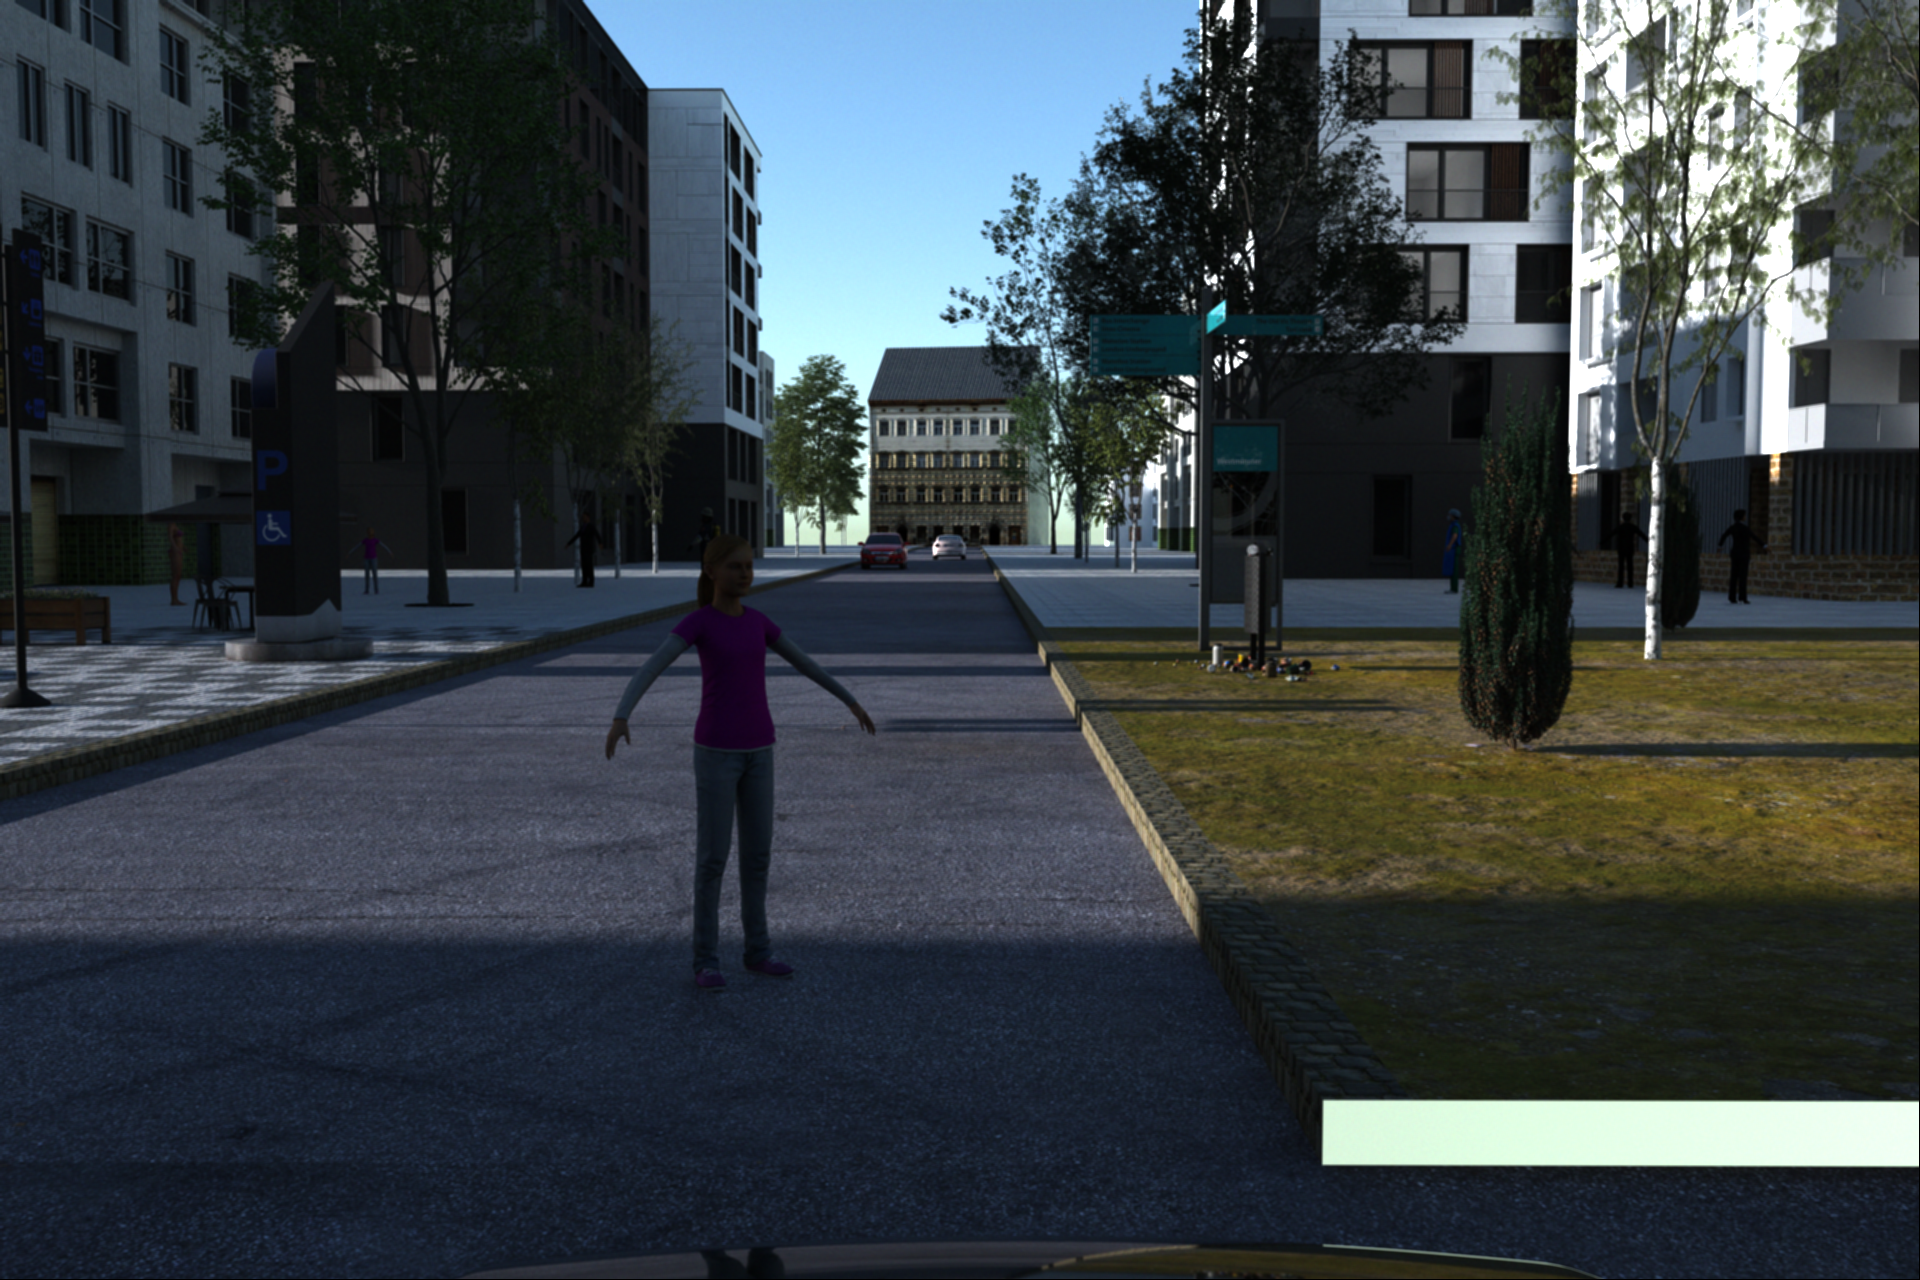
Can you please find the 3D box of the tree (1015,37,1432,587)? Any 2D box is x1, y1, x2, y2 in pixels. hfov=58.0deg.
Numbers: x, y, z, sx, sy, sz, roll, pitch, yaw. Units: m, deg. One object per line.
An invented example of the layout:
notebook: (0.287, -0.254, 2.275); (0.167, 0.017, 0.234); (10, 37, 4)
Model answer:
tree: (6.344, -8.059, 42.128); (12.009, 13.543, 11.850); (0, 3, 0)

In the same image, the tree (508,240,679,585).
tree: (-9.882, -5.726, 43.985); (4.360, 8.622, 3.978); (0, 3, 0)

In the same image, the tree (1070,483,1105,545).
tree: (14.364, -14.965, 195.043); (4.737, 8.622, 4.395); (0, 3, 0)

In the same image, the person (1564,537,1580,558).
person: (9.162, -1.311, 27.566); (1.348, 1.813, 0.705); (1, 4, 14)

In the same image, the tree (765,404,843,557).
tree: (-9.035, -9.018, 97.812); (4.737, 8.622, 4.395); (0, 3, 0)

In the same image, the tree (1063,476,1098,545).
tree: (14.062, -15.242, 199.571); (4.737, 8.622, 4.395); (0, 3, 0)

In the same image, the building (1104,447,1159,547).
building: (20.100, -14.261, 175.307); (9.099, 9.664, 28.070); (0, 4, 1)

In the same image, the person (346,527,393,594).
person: (-12.567, -1.690, 36.897); (0.991, 1.433, 0.599); (0, 4, -4)

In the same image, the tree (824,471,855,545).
tree: (-13.525, -14.951, 194.802); (4.737, 8.622, 4.395); (0, 3, 0)

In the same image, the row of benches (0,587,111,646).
row of benches: (-11.898, -0.287, 20.152); (4.104, 0.672, 1.422); (0, 4, 2)

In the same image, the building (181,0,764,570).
building: (-24.830, -14.304, 77.851); (27.936, 21.610, 32.646); (0, 4, 1)

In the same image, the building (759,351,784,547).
building: (-27.329, -18.424, 167.689); (16.747, 18.905, 31.486); (0, 4, 1)

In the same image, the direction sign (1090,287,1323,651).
direction sign: (2.685, -1.808, 18.328); (2.525, 3.948, 1.411); (0, 4, -1)

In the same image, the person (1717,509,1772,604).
person: (14.473, -1.547, 32.020); (0.721, 1.740, 1.216); (-1, 4, -22)

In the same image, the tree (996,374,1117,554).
tree: (6.034, -11.219, 109.189); (9.928, 11.665, 9.643); (0, 3, 0)

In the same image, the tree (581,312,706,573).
tree: (-9.780, -6.503, 56.682); (4.360, 8.622, 3.978); (0, 3, 0)

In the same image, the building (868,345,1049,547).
building: (0.284, -22.534, 201.823); (18.063, 23.208, 19.493); (1, 4, 10)

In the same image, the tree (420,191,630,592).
tree: (-9.527, -5.363, 38.049); (4.737, 8.622, 4.395); (0, 3, 0)

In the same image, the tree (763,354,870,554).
tree: (-9.037, -11.712, 109.623); (7.486, 12.596, 7.792); (0, 3, 0)

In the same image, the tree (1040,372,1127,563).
tree: (5.657, -7.767, 77.346); (4.737, 8.622, 4.395); (0, 3, 0)

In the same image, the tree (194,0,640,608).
tree: (-9.330, -6.406, 30.500); (9.928, 11.665, 9.643); (0, 3, 0)

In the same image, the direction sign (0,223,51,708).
direction sign: (-6.996, -1.273, 12.819); (0.379, 3.537, 0.876); (0, 4, 1)

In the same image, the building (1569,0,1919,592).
building: (21.666, -11.541, 45.121); (16.016, 20.090, 11.380); (0, 3, 0)

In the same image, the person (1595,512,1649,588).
person: (15.843, -2.143, 41.229); (1.347, 1.806, 0.705); (0, 4, 4)

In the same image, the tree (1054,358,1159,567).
tree: (5.863, -7.119, 66.753); (4.737, 8.622, 4.395); (0, 3, 0)

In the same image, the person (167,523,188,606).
person: (-14.045, -1.491, 31.189); (0.721, 1.733, 1.217); (-1, 4, -17)

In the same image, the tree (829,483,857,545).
tree: (-13.177, -15.387, 201.939); (4.360, 8.622, 3.978); (0, 3, 0)

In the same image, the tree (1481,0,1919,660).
tree: (6.865, -4.106, 17.500); (4.360, 8.622, 3.978); (0, 3, 0)

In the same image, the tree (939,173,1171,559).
tree: (5.497, -14.395, 91.245); (12.611, 20.169, 13.585); (0, 3, 0)

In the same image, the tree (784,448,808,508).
tree: (-21.865, -17.514, 196.716); (12.009, 13.543, 11.850); (0, 3, 0)

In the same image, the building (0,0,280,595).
building: (-28.656, -10.353, 35.732); (16.747, 18.905, 31.486); (0, 3, 0)

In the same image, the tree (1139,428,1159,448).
tree: (22.930, -17.581, 197.824); (12.009, 13.543, 11.850); (0, 3, 0)

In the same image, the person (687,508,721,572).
person: (-5.546, -1.965, 37.908); (0.705, 1.856, 1.354); (1, 4, 20)

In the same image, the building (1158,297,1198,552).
building: (24.763, -16.034, 128.616); (16.747, 18.905, 31.486); (0, 4, 1)

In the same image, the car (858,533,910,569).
car: (-3.114, -3.815, 71.410); (2.155, 1.783, 4.494); (0, 3, 0)

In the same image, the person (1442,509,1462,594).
person: (10.540, -1.895, 37.108); (0.704, 1.817, 1.347); (1, 4, 17)

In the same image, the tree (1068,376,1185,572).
tree: (5.805, -6.590, 58.104); (4.737, 8.622, 4.395); (0, 3, 0)

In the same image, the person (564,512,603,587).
person: (-9.007, -2.169, 41.687); (1.346, 1.802, 0.704); (3, 4, 38)

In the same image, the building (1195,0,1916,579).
building: (22.556, -13.509, 64.846); (27.936, 21.610, 32.646); (0, 4, 0)

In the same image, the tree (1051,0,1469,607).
tree: (5.087, -5.860, 30.218); (7.601, 10.594, 8.767); (0, 4, 2)

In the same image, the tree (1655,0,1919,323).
tree: (7.942, -3.798, 12.454); (4.360, 8.622, 3.978); (0, 3, 0)

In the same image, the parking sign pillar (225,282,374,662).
parking sign pillar: (-6.876, -1.803, 17.946); (1.447, 3.967, 1.447); (0, 3, 0)

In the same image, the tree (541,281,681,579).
tree: (-9.629, -6.074, 49.679); (4.360, 8.622, 3.978); (0, 3, 0)

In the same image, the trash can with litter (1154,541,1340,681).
trash can with litter: (2.725, -0.310, 16.119); (1.678, 1.210, 2.233); (0, 4, 1)

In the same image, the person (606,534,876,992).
person: (-0.689, 0.380, 5.505); (0.991, 1.433, 0.599); (-3, 5, -40)

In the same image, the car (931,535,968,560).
car: (-0.601, -5.232, 97.898); (2.083, 1.381, 4.827); (0, 4, 0)
